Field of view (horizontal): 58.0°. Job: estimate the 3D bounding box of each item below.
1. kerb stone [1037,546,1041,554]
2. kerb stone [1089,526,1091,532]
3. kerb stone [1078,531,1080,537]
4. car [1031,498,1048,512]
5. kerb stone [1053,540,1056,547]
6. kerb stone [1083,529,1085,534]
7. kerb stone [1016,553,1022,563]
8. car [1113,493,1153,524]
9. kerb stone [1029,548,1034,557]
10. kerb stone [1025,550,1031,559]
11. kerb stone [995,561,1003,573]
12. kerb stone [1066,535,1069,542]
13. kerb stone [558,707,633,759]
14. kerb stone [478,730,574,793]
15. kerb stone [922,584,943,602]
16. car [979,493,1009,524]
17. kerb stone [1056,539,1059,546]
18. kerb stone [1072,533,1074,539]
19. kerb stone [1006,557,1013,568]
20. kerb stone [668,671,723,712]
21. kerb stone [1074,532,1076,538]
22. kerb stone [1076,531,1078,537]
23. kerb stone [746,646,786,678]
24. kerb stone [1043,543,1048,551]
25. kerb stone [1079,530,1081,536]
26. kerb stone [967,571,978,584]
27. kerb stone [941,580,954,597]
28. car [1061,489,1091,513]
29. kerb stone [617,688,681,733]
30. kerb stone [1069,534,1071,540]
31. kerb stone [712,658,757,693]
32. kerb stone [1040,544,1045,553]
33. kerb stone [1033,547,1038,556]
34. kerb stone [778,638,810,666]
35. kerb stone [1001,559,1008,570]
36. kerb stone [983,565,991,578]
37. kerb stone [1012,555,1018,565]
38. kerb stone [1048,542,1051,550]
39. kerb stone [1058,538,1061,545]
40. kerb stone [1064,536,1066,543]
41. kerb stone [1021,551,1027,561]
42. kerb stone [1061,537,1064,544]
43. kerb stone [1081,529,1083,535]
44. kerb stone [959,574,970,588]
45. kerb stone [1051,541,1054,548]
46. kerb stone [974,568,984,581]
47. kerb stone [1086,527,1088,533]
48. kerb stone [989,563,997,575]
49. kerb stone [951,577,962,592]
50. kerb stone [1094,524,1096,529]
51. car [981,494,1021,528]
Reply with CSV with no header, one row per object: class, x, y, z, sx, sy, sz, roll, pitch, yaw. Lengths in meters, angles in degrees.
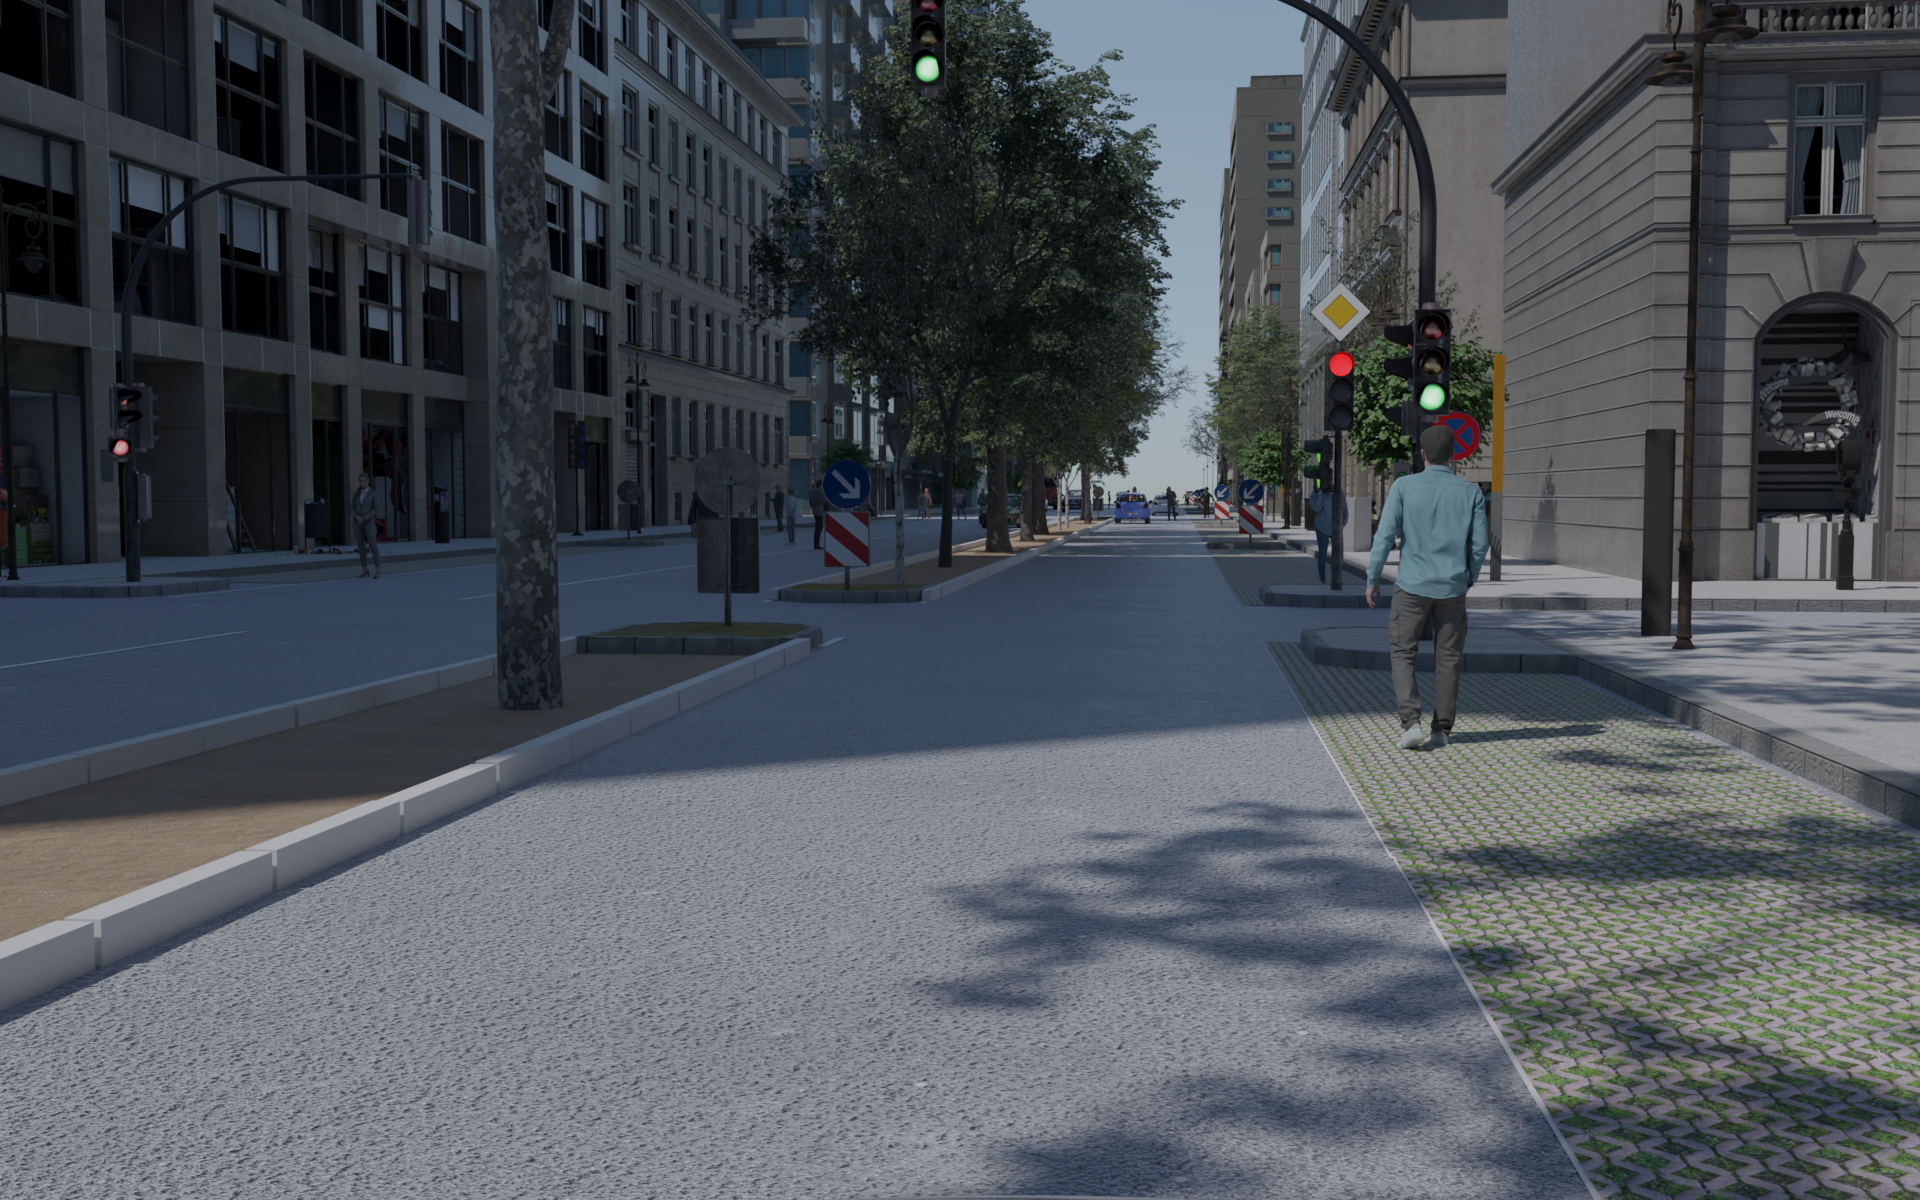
kerb stone,1.764,-1.139,40.854,0.120,0.150,1.000,0,4,7
kerb stone,4.675,-2.571,64.239,0.120,0.150,1.000,0,4,7
kerb stone,3.781,-2.134,57.132,0.120,0.150,1.000,0,4,7
car,6.045,-7.882,138.464,1.945,1.707,3.694,1,4,9
kerb stone,2.389,-1.452,45.938,0.120,0.150,1.000,0,4,7
kerb stone,4.159,-2.322,60.181,0.120,0.150,1.000,0,4,7
kerb stone,1.133,-0.824,35.752,0.120,0.150,1.000,0,4,7
car,8.462,-4.599,84.785,1.945,1.707,3.694,0,4,7
kerb stone,1.509,-1.017,38.816,0.120,0.150,1.000,0,4,7
kerb stone,1.384,-0.953,37.792,0.120,0.150,1.000,0,4,7
kerb stone,0.629,-0.576,31.663,0.120,0.150,1.000,0,4,7
kerb stone,3.037,-1.763,51.019,0.120,0.150,1.000,0,4,7
kerb stone,-2.084,0.757,9.817,0.120,0.150,1.000,0,4,7
kerb stone,-2.204,0.819,8.798,0.120,0.150,1.000,0,4,7
kerb stone,-0.385,-0.082,23.540,0.120,0.150,1.000,0,4,7
car,1.976,-4.590,83.847,1.959,1.807,4.718,0,4,7
kerb stone,2.523,-1.515,46.959,0.120,0.150,1.000,0,4,7
kerb stone,3.407,-1.950,54.077,0.120,0.150,1.000,0,4,7
kerb stone,0.876,-0.704,33.707,0.120,0.150,1.000,0,4,7
kerb stone,-1.831,0.633,11.846,0.120,0.150,1.000,0,4,7
kerb stone,3.536,-2.012,55.097,0.120,0.150,1.000,0,4,7
kerb stone,3.659,-2.070,56.111,0.120,0.150,1.000,0,4,7
kerb stone,-1.583,0.508,13.885,0.120,0.150,1.000,0,4,7
kerb stone,2.015,-1.266,42.889,0.120,0.150,1.000,0,4,7
kerb stone,3.903,-2.199,58.147,0.120,0.150,1.000,0,4,7
kerb stone,0.125,-0.330,27.597,0.120,0.150,1.000,0,4,7
kerb stone,-0.248,-0.144,24.554,0.120,0.150,1.000,0,4,7
car,9.110,-7.746,135.318,2.281,1.827,5.304,1,4,9
kerb stone,-1.961,0.695,10.832,0.120,0.150,1.000,0,4,7
kerb stone,3.157,-1.825,52.034,0.120,0.150,1.000,0,4,7
kerb stone,-1.708,0.571,12.861,0.120,0.150,1.000,0,4,7
kerb stone,1.885,-1.195,41.870,0.120,0.150,1.000,0,4,7
kerb stone,1.635,-1.079,39.839,0.120,0.150,1.000,0,4,7
kerb stone,-1.451,0.446,14.902,0.120,0.150,1.000,0,4,7
kerb stone,0.748,-0.642,32.685,0.120,0.150,1.000,0,4,7
kerb stone,0.369,-0.455,29.636,0.120,0.150,1.000,0,4,7
kerb stone,1.004,-0.765,34.733,0.120,0.150,1.000,0,4,7
kerb stone,2.136,-1.328,43.906,0.120,0.150,1.000,0,4,7
kerb stone,2.648,-1.577,47.973,0.120,0.150,1.000,0,4,7
kerb stone,2.904,-1.701,50.003,0.120,0.150,1.000,0,4,7
kerb stone,1.260,-0.892,36.775,0.120,0.150,1.000,0,4,7
kerb stone,2.782,-1.639,48.986,0.120,0.150,1.000,0,4,7
kerb stone,4.035,-2.261,59.160,0.120,0.150,1.000,0,4,7
kerb stone,-0.003,-0.265,26.583,0.120,0.150,1.000,0,4,7
kerb stone,2.276,-1.390,44.922,0.120,0.150,1.000,0,4,7
kerb stone,0.241,-0.392,28.612,0.120,0.150,1.000,0,4,7
kerb stone,4.414,-2.448,62.212,0.120,0.150,1.000,0,4,7
kerb stone,0.507,-0.517,30.648,0.120,0.150,1.000,0,4,7
kerb stone,-0.122,-0.206,25.568,0.120,0.150,1.000,0,4,7
kerb stone,5.168,-2.817,68.303,0.120,0.150,1.000,0,4,7
car,1.963,-3.920,73.876,2.009,1.686,4.222,1,4,9
